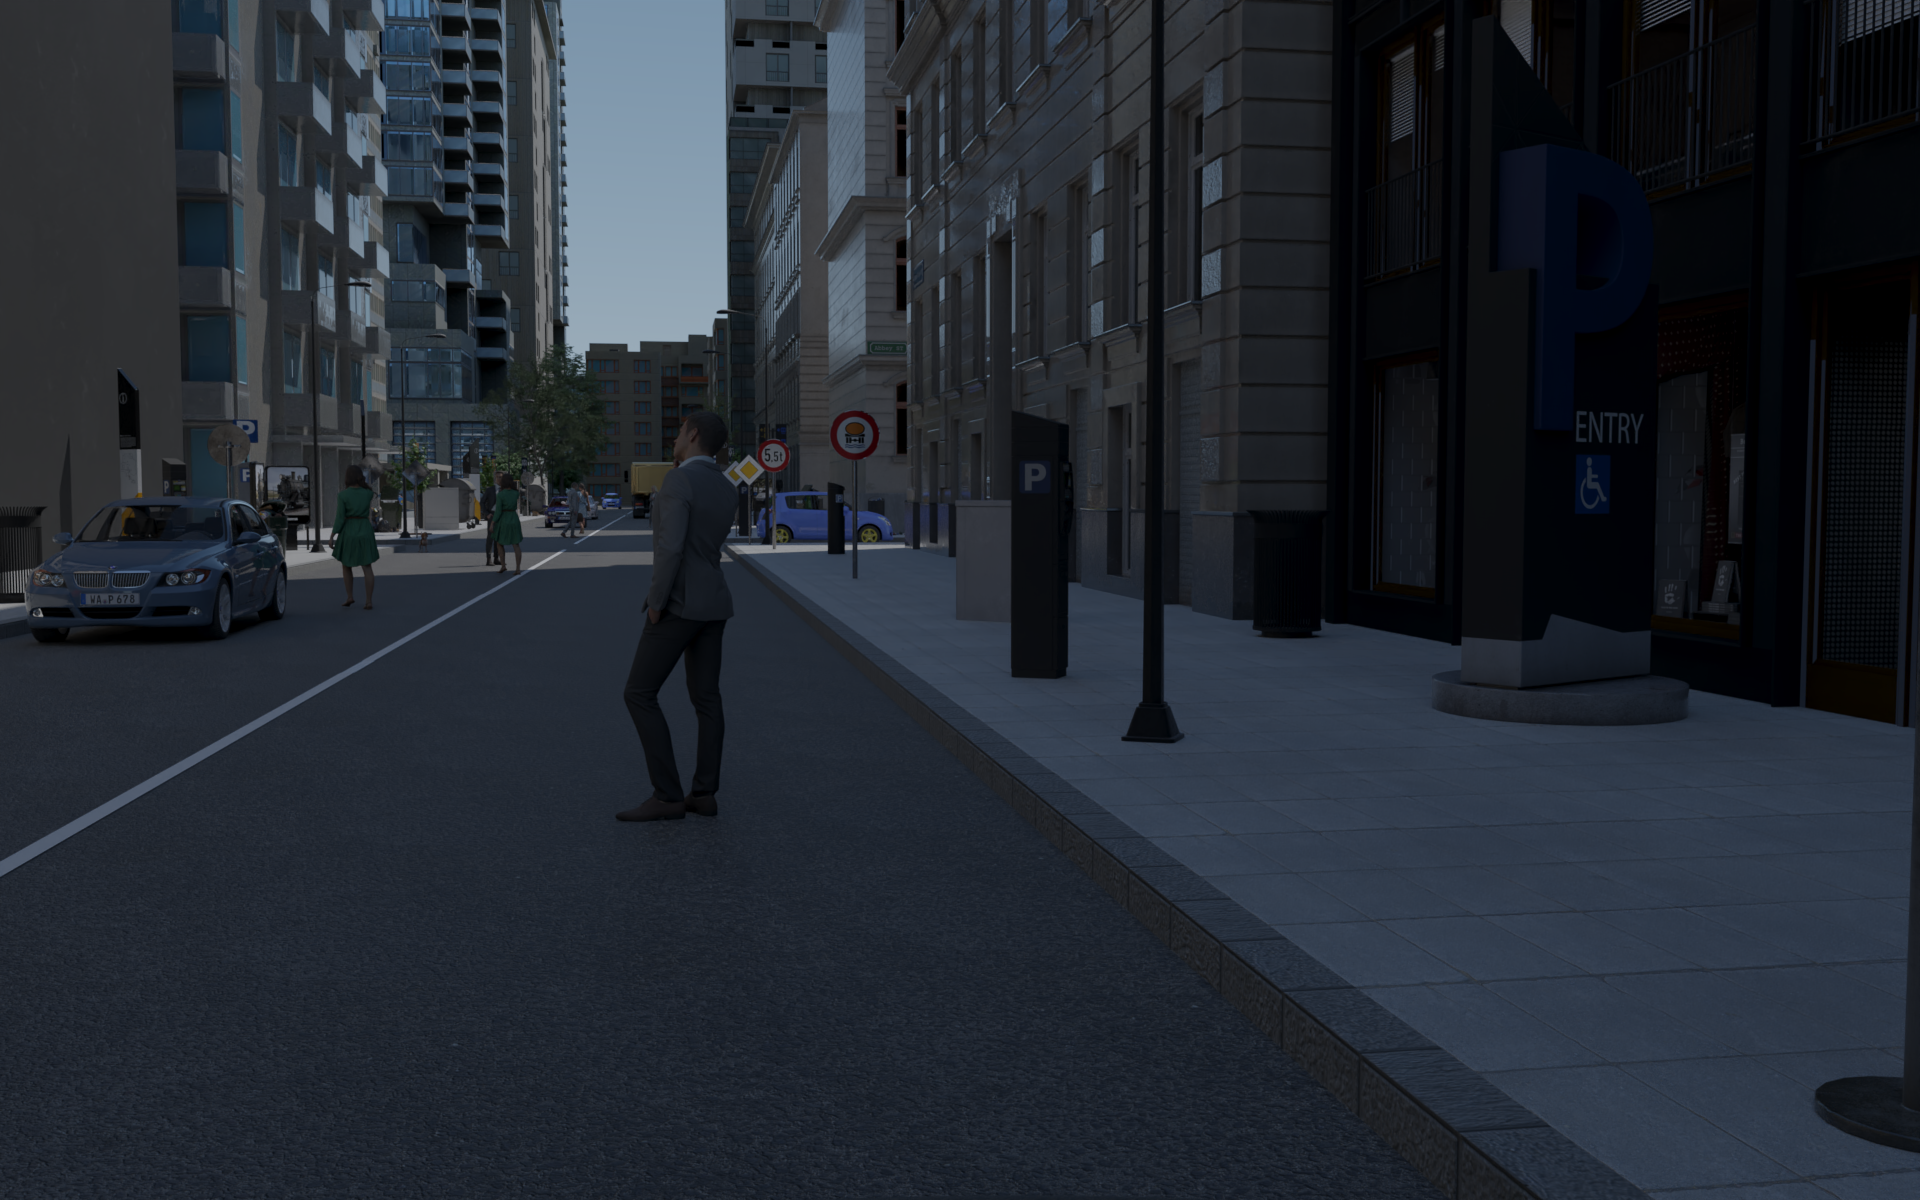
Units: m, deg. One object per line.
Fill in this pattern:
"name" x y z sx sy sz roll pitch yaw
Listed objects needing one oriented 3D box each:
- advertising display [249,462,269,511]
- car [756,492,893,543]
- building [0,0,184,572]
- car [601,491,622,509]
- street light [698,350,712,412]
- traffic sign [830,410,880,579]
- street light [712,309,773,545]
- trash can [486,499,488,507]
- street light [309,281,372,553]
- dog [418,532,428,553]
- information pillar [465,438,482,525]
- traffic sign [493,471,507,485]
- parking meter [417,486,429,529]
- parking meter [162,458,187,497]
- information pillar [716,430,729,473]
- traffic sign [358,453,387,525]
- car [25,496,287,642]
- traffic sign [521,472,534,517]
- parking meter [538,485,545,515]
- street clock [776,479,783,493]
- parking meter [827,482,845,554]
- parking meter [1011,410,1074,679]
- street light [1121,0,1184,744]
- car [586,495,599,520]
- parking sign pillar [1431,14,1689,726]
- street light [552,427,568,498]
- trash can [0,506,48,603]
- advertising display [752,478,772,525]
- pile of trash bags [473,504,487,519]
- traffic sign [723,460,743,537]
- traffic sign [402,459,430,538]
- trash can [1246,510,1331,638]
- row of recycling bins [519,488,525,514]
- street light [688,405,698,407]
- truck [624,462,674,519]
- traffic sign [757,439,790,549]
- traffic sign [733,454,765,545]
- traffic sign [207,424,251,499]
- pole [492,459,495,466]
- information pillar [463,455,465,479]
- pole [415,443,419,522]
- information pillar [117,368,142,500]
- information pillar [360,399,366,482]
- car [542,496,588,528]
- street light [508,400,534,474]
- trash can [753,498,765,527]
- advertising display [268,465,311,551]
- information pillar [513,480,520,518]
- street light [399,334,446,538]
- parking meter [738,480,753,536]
"advertising display" -14.260 -1.833 35.177 0.123 1.923 0.974 -1 4 -12
"car" -3.657 -2.284 46.932 3.694 1.707 1.945 -1 4 -11
"building" -24.277 -12.320 31.116 15.834 23.373 12.332 -1 4 -10
"car" -33.038 -9.470 164.428 1.945 1.707 3.694 -1 4 -9
"street light" -7.597 -5.102 55.952 1.470 5.913 1.316 -1 4 -10
"traffic sign" -1.593 -1.598 26.228 0.768 2.556 0.104 -1 4 -9
"street light" -5.428 -4.357 43.783 1.470 5.913 1.316 -1 4 -10
"trash can" -29.411 -5.862 107.491 0.748 1.137 0.748 0 3 0
"street light" -13.538 -3.996 37.870 1.470 5.913 1.316 -1 4 -10
"dog" -13.193 -1.427 42.626 0.540 0.507 0.406 2 4 27
"information pillar" -20.065 -4.910 71.627 0.183 3.616 0.504 3 4 36
"traffic sign" -20.659 -4.634 77.893 0.606 2.300 0.079 0 4 -5
"parking meter" -19.851 -3.568 64.051 0.255 1.863 0.399 3 5 42
"parking meter" -12.776 -1.376 28.209 0.399 1.863 0.255 3 5 43
"information pillar" -8.664 -4.398 63.254 0.504 3.616 0.183 0 4 0
"traffic sign" -14.402 -2.365 42.318 0.795 2.450 0.064 -1 4 -10
"car" -8.369 -0.390 18.384 2.014 1.417 4.499 -1 4 -10
"traffic sign" -24.689 -6.041 98.876 0.768 2.556 0.104 0 4 -4
"parking meter" -25.547 -6.119 105.755 0.399 1.863 0.255 2 4 30
"street clock" -8.927 -4.947 85.450 0.358 2.002 0.471 1 4 18
"parking meter" -2.639 -1.744 36.931 0.372 1.533 0.369 0 3 0
"parking meter" 0.573 -0.391 12.108 0.399 1.863 0.255 1 4 20
"street light" 0.476 -2.218 8.808 1.470 5.913 1.316 -1 4 -10
"car" -21.425 -5.225 97.791 2.083 1.381 4.827 -1 4 -10
"parking sign pillar" 3.549 -1.327 10.174 1.447 3.967 1.447 -3 4 -37
"street light" -27.619 -9.001 119.699 1.470 5.913 1.316 -1 4 -10
"trash can" -11.222 -0.544 20.544 0.748 1.137 0.748 0 3 0
"advertising display" -8.021 -4.019 70.930 0.974 1.923 0.123 -1 4 -22
"pile of trash bags" -25.495 -4.731 87.101 1.912 1.369 3.447 3 5 44
"traffic sign" -6.688 -2.940 51.718 0.795 2.450 0.064 -1 4 -10
"traffic sign" -15.753 -2.847 50.188 0.795 2.450 0.064 -1 4 -10
"trash can" 2.947 -0.240 15.583 0.748 1.137 0.748 0 3 0
"row of recycling bins" -28.924 -6.350 110.938 1.069 1.692 3.534 1 4 22
"street light" -13.492 -7.211 90.447 1.470 5.913 1.316 -1 4 -10
"truck" -18.493 -6.641 104.502 3.469 3.379 9.791 -1 4 -11
"traffic sign" -4.310 -2.449 40.140 0.768 2.556 0.104 0 4 -2
"traffic sign" -5.336 -2.459 43.848 0.795 2.450 0.064 -1 4 -10
"traffic sign" -13.272 -1.918 31.460 0.768 2.556 0.104 0 4 -3
"pole" -27.060 -6.528 100.580 0.158 3.312 0.155 0 3 0
"information pillar" -25.584 -6.038 90.075 0.504 3.616 0.183 0 4 -8
"pole" -21.657 -4.598 69.026 0.158 3.312 0.155 0 3 0
"information pillar" -15.449 -2.501 32.240 0.504 3.616 0.183 2 4 26
"information pillar" -14.717 -3.144 42.753 0.183 3.616 0.504 -1 4 -22
"car" -16.941 -3.786 74.488 1.945 1.354 3.894 -1 4 -11
"street light" -21.645 -6.895 85.278 1.470 5.913 1.316 -1 4 -10
"trash can" -7.625 -3.364 66.647 0.748 1.137 0.748 0 3 0
"advertising display" -15.260 -2.086 39.326 0.974 1.923 0.123 -3 4 -38
"information pillar" -23.693 -5.377 92.412 0.304 2.012 0.304 0 4 0
"street light" -15.601 -4.755 50.289 1.470 5.913 1.316 -1 4 -10
"parking meter" -6.531 -2.878 52.769 0.399 1.863 0.255 0 4 7
